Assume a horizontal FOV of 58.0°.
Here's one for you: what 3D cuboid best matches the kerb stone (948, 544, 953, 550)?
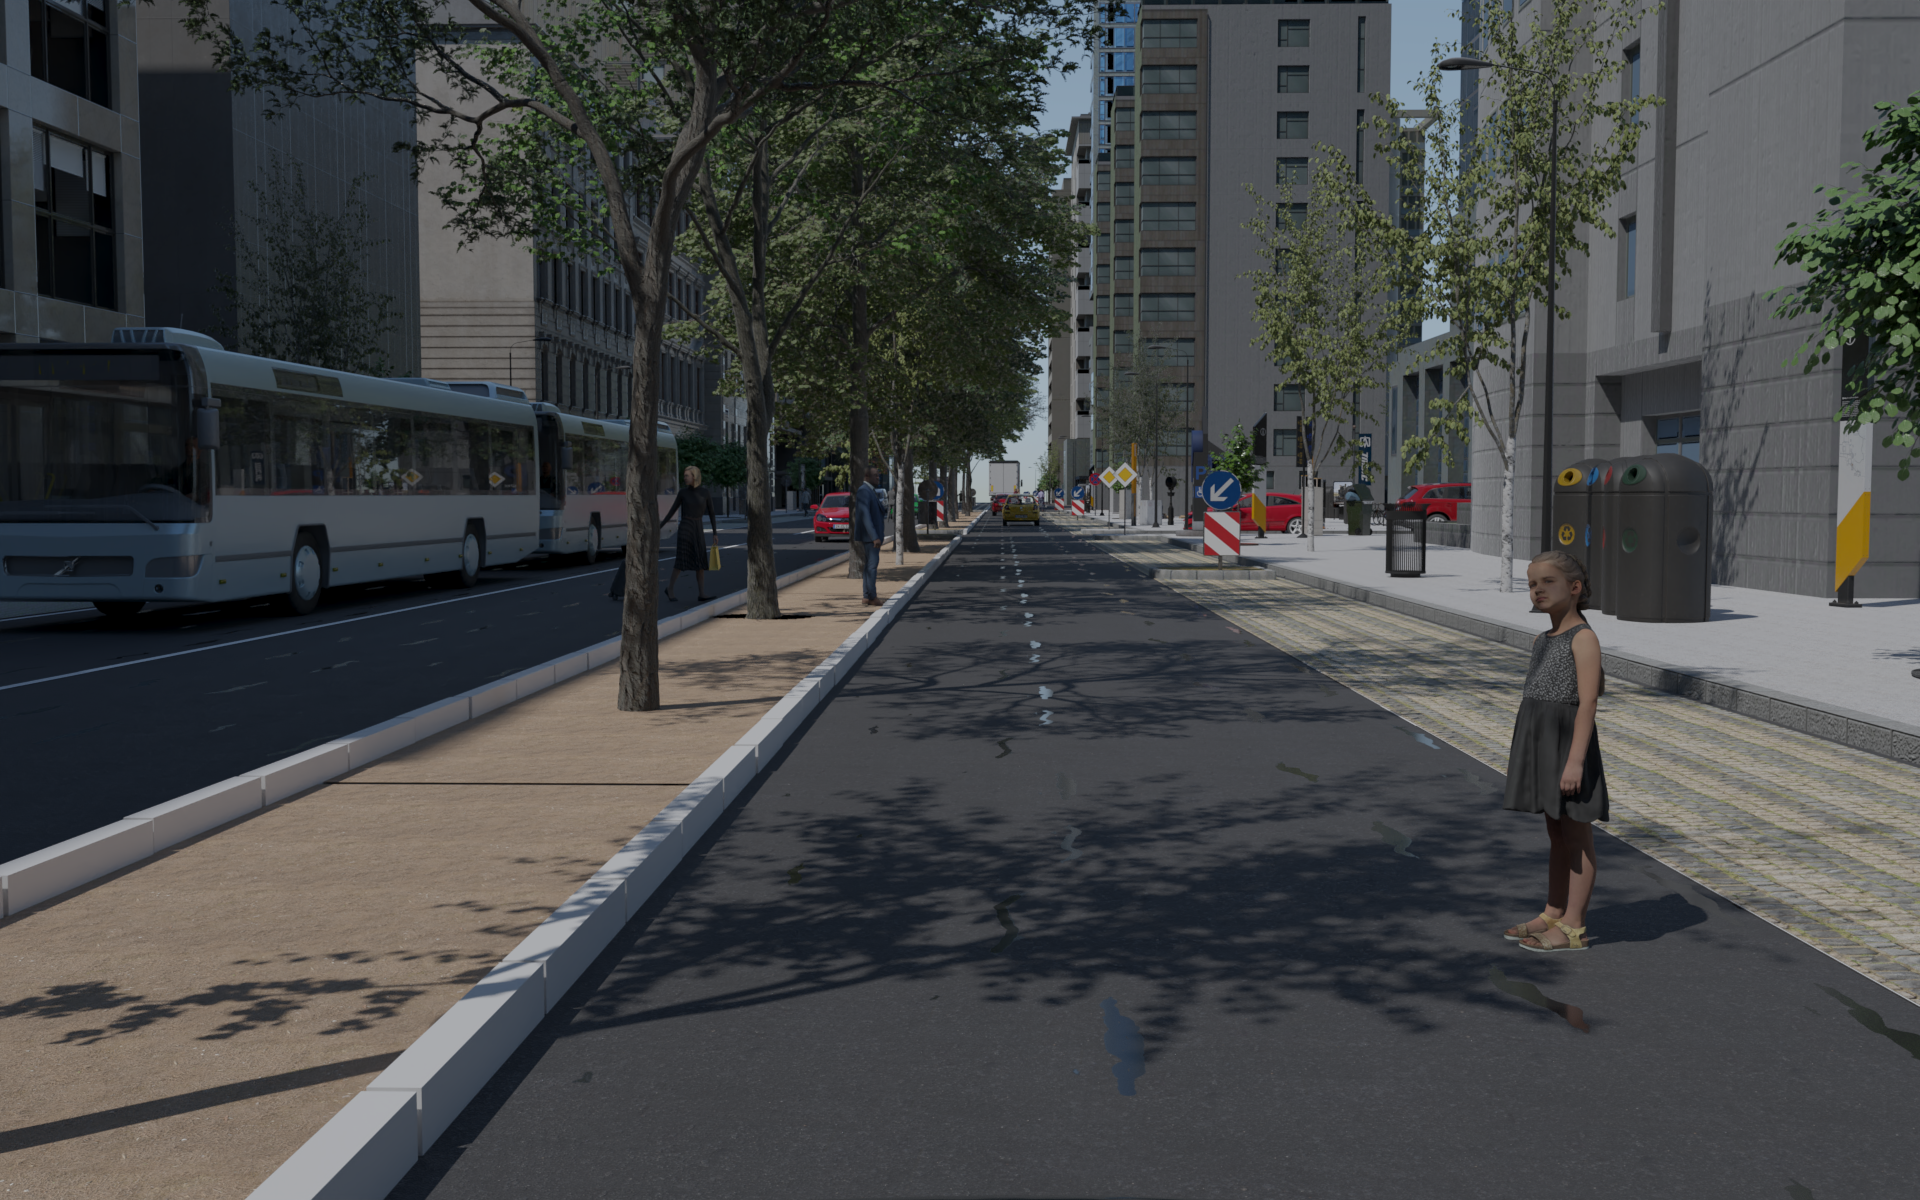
[{"bbox_3d":[-0.296,-1.220,42.187,0.120,0.150,1.000,0,4,1],"label":"kerb stone"}]

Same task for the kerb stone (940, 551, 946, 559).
[{"bbox_3d":[-0.427,-0.907,37.069,0.120,0.150,1.000,0,4,1],"label":"kerb stone"}]

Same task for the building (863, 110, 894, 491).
[{"bbox_3d":[-21.091,-58.313,266.093,22.319,86.520,31.000,0,4,1],"label":"building"}]

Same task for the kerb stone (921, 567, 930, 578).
[{"bbox_3d":[-0.616,-0.404,28.857,0.120,0.150,1.000,0,4,1],"label":"kerb stone"}]

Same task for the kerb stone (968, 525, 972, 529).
[{"bbox_3d":[0.284,-2.696,66.274,0.120,0.150,1.000,0,4,1],"label":"kerb stone"}]

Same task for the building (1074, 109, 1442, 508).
[{"bbox_3d":[27.495,-29.104,167.729,32.217,40.220,23.993,0,4,1],"label":"building"}]

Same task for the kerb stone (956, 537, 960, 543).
[{"bbox_3d":[-0.143,-1.599,48.340,0.120,0.150,1.000,0,4,1],"label":"kerb stone"}]

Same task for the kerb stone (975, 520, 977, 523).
[{"bbox_3d":[0.582,-3.448,78.576,0.120,0.150,1.000,0,4,1],"label":"kerb stone"}]

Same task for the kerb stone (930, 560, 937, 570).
[{"bbox_3d":[-0.550,-0.593,31.935,0.120,0.150,1.000,0,4,1],"label":"kerb stone"}]

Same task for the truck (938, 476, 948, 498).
[{"bbox_3d":[-2.773,-17.616,276.939,2.839,4.237,11.283,0,3,0],"label":"truck"}]

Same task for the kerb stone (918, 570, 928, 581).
[{"bbox_3d":[-0.638,-0.341,27.835,0.120,0.150,1.000,0,4,1],"label":"kerb stone"}]

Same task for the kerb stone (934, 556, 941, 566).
[{"bbox_3d":[-0.492,-0.720,33.995,0.120,0.150,1.000,0,4,1],"label":"kerb stone"}]

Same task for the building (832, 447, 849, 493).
[{"bbox_3d":[-18.947,-26.327,202.144,14.160,30.474,14.107,0,4,1],"label":"building"}]

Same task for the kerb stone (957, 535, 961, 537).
[{"bbox_3d":[-0.100,-1.724,50.385,0.120,0.150,1.000,0,4,1],"label":"kerb stone"}]

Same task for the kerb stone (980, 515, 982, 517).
[{"bbox_3d":[1.005,-4.513,96.011,0.120,0.150,1.000,0,4,1],"label":"kerb stone"}]

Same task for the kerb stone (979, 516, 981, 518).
[{"bbox_3d":[0.887,-4.199,90.881,0.120,0.150,1.000,0,4,1],"label":"kerb stone"}]

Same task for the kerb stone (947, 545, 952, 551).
[{"bbox_3d":[-0.317,-1.160,41.165,0.120,0.150,1.000,0,4,1],"label":"kerb stone"}]

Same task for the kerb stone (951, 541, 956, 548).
[{"bbox_3d":[-0.246,-1.349,44.245,0.120,0.150,1.000,0,4,1],"label":"kerb stone"}]

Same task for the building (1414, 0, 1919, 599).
[{"bbox_3d":[21.475,-30.044,33.218,21.231,58.520,28.212,0,4,1],"label":"building"}]

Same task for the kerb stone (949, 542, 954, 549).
[{"bbox_3d":[-0.277,-1.284,43.219,0.120,0.150,1.000,0,4,1],"label":"kerb stone"}]

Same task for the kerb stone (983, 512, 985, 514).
[{"bbox_3d":[1.328,-5.326,109.316,0.120,0.150,1.000,0,4,1],"label":"kerb stone"}]

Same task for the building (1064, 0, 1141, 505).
[{"bbox_3d":[23.473,-53.896,193.865,22.319,86.520,31.000,0,4,1],"label":"building"}]

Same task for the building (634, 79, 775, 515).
[{"bbox_3d":[-19.632,-19.483,115.809,12.463,27.353,25.104,0,4,1],"label":"building"}]

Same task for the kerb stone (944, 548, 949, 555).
[{"bbox_3d":[-0.375,-1.032,39.113,0.120,0.150,1.000,0,4,1],"label":"kerb stone"}]

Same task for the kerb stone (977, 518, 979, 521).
[{"bbox_3d":[0.727,-3.822,84.714,0.120,0.150,1.000,0,4,1],"label":"kerb stone"}]

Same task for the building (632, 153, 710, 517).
[{"bbox_3d":[-20.469,-15.702,92.883,11.583,22.565,21.152,0,4,1],"label":"building"}]

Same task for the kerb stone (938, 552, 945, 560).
[{"bbox_3d":[-0.446,-0.847,36.047,0.120,0.150,1.000,0,4,1],"label":"kerb stone"}]

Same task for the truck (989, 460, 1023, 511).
[{"bbox_3d":[3.897,-9.795,149.054,2.839,4.237,11.283,0,4,3],"label":"truck"}]

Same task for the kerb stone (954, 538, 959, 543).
[{"bbox_3d":[-0.173,-1.536,47.318,0.120,0.150,1.000,0,4,1],"label":"kerb stone"}]

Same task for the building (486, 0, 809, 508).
[{"bbox_3d":[-27.805,-34.385,151.439,28.713,52.752,27.495,0,4,1],"label":"building"}]

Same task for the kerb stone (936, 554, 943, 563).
[{"bbox_3d":[-0.463,-0.784,35.021,0.120,0.150,1.000,0,4,1],"label":"kerb stone"}]

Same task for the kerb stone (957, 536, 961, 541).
[{"bbox_3d":[-0.128,-1.662,49.362,0.120,0.150,1.000,0,4,1],"label":"kerb stone"}]

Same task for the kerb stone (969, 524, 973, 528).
[{"bbox_3d":[0.335,-2.818,68.321,0.120,0.150,1.000,0,4,1],"label":"kerb stone"}]

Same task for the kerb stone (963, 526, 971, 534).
[{"bbox_3d":[0.255,-2.627,65.253,0.120,0.150,1.000,0,4,1],"label":"kerb stone"}]

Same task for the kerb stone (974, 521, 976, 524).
[{"bbox_3d":[0.508,-3.261,75.506,0.120,0.150,1.000,0,4,1],"label":"kerb stone"}]

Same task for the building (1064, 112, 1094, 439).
[{"bbox_3d":[28.999,-39.540,235.715,28.713,52.752,27.495,0,4,1],"label":"building"}]

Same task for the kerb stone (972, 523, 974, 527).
[{"bbox_3d":[0.387,-2.946,70.380,0.120,0.150,1.000,0,4,1],"label":"kerb stone"}]

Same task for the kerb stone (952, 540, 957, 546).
[{"bbox_3d":[-0.222,-1.411,45.267,0.120,0.150,1.000,0,4,1],"label":"kerb stone"}]

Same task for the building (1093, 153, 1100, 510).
[{"bbox_3d":[18.418,-23.090,149.224,14.160,30.474,14.107,0,4,1],"label":"building"}]

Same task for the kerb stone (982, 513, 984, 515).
[{"bbox_3d":[1.207,-5.015,104.194,0.120,0.150,1.000,0,4,1],"label":"kerb stone"}]

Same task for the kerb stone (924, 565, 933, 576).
[{"bbox_3d":[-0.589,-0.470,29.885,0.120,0.150,1.000,0,4,1],"label":"kerb stone"}]

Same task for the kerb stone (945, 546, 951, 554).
[{"bbox_3d":[-0.350,-1.097,40.135,0.120,0.150,1.000,0,4,1],"label":"kerb stone"}]

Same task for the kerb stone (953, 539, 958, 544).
[{"bbox_3d":[-0.199,-1.474,46.296,0.120,0.150,1.000,0,4,1],"label":"kerb stone"}]

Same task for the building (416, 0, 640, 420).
[{"bbox_3d":[-20.204,-13.700,73.145,9.793,20.994,18.267,0,4,1],"label":"building"}]

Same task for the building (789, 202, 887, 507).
[{"bbox_3d":[-21.669,-35.650,237.495,22.147,44.769,28.867,0,4,1],"label":"building"}]

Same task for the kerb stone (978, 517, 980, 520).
[{"bbox_3d":[0.806,-4.010,87.806,0.120,0.150,1.000,0,4,1],"label":"kerb stone"}]

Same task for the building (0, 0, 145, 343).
[{"bbox_3d":[-25.669,-12.936,16.015,19.350,26.468,34.151,0,4,1],"label":"building"}]

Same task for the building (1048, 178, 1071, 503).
[{"bbox_3d":[24.202,-38.946,260.468,21.300,48.544,21.600,0,4,1],"label":"building"}]

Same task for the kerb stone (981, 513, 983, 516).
[{"bbox_3d":[1.154,-4.890,102.148,0.120,0.150,1.000,0,4,1],"label":"kerb stone"}]

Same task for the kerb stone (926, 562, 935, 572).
[{"bbox_3d":[-0.565,-0.533,30.913,0.120,0.150,1.000,0,4,1],"label":"kerb stone"}]

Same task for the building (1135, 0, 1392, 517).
[{"bbox_3d":[17.303,-20.316,103.861,14.160,30.474,14.107,0,4,1],"label":"building"}]

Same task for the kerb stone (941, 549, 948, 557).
[{"bbox_3d":[-0.388,-0.967,38.091,0.120,0.150,1.000,0,4,1],"label":"kerb stone"}]

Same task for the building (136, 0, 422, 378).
[{"bbox_3d":[-31.163,-13.899,46.318,30.058,24.678,14.314,0,4,1],"label":"building"}]

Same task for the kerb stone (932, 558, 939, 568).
[{"bbox_3d":[-0.518,-0.659,32.965,0.120,0.150,1.000,0,4,1],"label":"kerb stone"}]
